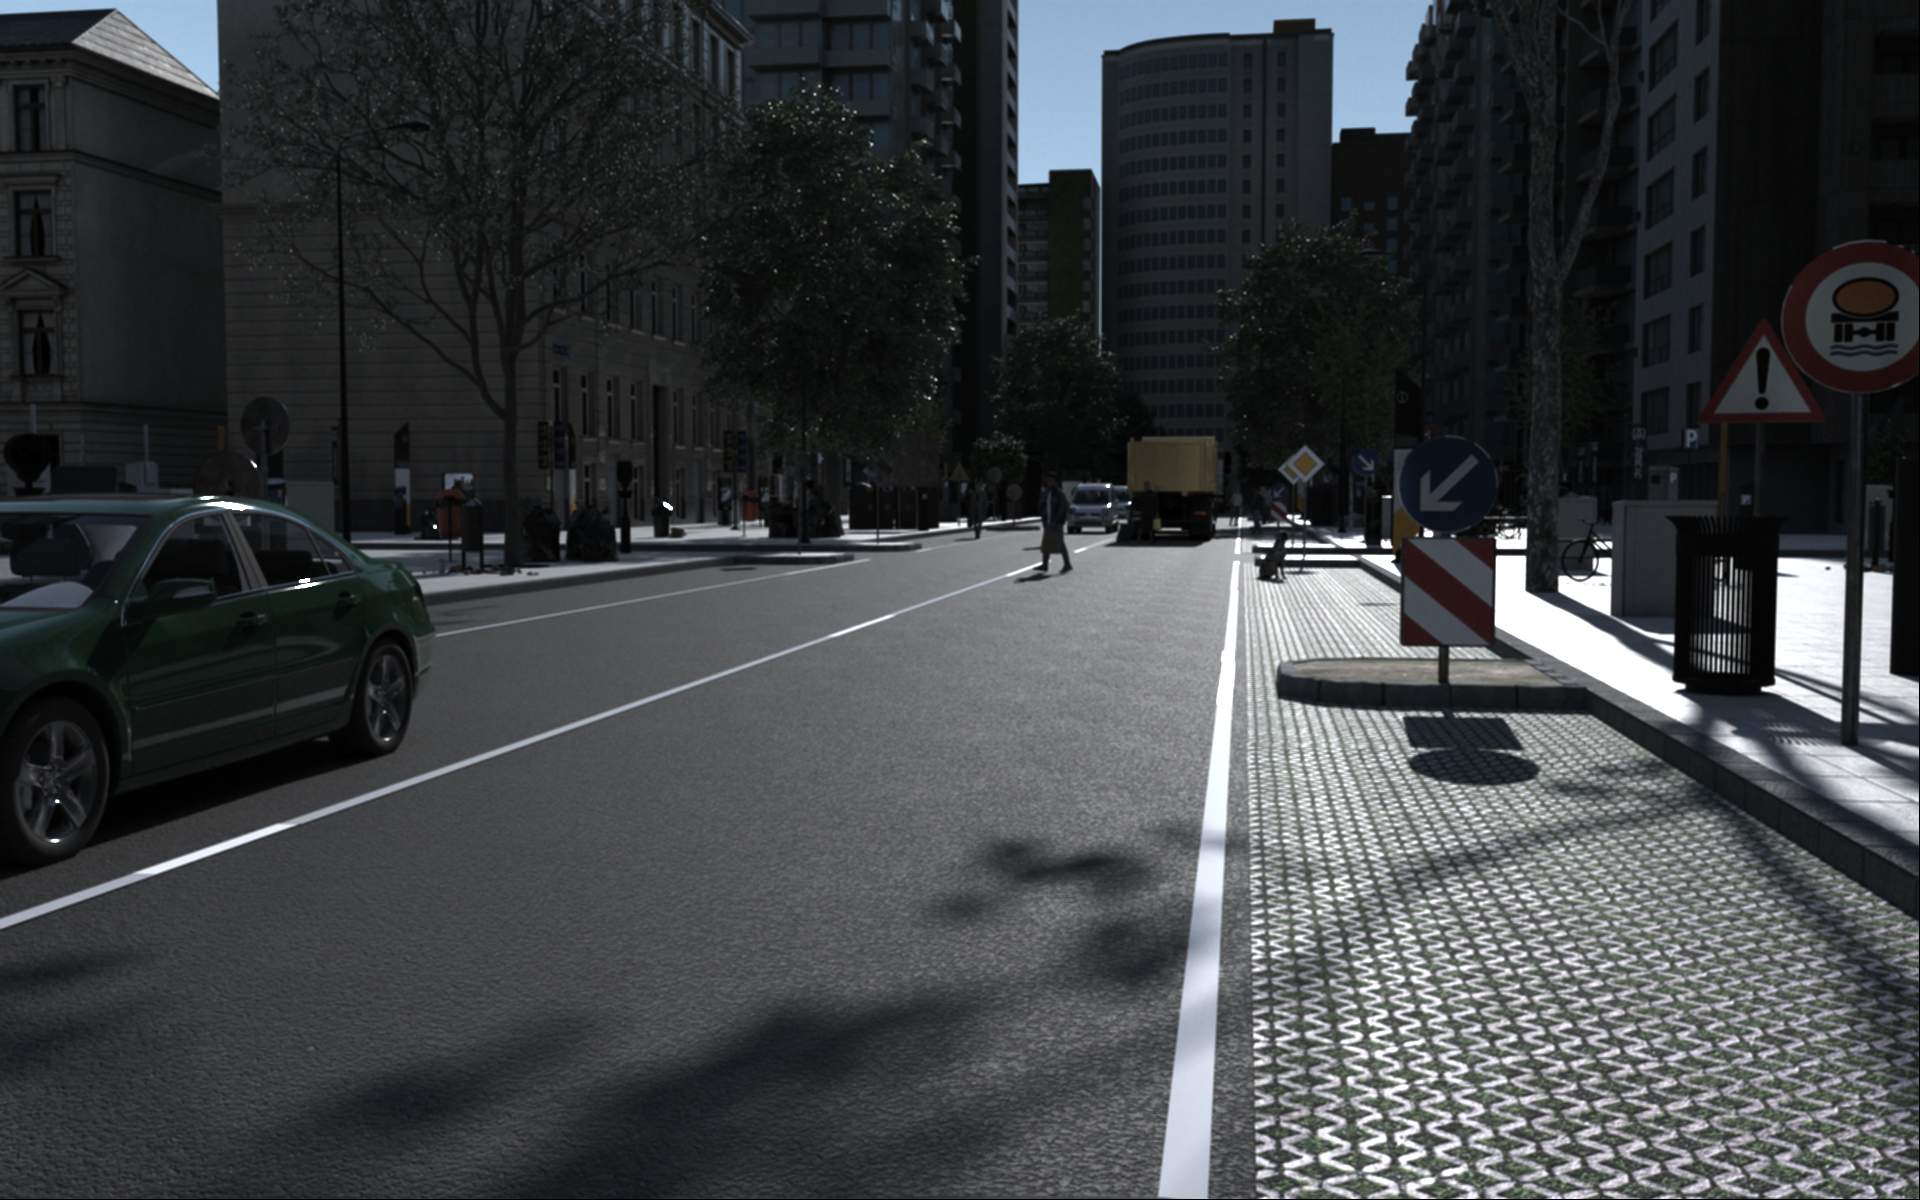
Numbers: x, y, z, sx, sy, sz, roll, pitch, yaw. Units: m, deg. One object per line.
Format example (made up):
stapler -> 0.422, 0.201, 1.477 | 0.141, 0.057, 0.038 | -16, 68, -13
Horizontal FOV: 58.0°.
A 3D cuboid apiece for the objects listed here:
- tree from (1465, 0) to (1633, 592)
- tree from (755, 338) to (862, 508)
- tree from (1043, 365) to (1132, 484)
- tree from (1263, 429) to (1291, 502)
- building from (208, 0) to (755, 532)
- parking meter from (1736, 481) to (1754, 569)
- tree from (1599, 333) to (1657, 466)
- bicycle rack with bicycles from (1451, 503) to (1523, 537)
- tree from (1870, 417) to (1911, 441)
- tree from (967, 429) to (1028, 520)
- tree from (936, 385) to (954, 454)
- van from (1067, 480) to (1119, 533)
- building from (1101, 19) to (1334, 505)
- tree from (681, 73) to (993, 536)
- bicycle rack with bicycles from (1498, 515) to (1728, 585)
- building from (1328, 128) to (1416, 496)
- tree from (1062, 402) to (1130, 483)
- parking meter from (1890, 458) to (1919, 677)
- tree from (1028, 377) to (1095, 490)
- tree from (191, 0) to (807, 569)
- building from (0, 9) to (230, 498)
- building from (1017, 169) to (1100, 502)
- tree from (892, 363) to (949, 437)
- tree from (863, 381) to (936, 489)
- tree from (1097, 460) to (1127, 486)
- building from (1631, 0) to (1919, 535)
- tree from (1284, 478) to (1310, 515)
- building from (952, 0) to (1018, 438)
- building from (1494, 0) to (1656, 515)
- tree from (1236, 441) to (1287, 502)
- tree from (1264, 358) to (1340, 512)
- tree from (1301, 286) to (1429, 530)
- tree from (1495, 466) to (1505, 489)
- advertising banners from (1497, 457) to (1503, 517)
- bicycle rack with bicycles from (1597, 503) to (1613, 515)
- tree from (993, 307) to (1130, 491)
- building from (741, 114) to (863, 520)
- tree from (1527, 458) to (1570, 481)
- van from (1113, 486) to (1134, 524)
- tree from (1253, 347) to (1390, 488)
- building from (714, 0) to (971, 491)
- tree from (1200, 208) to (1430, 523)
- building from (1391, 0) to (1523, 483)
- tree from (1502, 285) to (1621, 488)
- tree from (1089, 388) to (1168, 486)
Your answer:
tree -> 6.316, -10.135, 21.594 | 12.611, 20.169, 13.585 | 0, 3, 0
tree -> -7.253, -7.748, 77.045 | 4.360, 8.622, 3.978 | 0, 3, 0
tree -> 9.863, -12.829, 135.502 | 9.928, 11.665, 9.643 | 0, 3, 0
tree -> 30.338, -13.096, 164.480 | 4.360, 8.622, 3.978 | 0, 3, 0
building -> -17.633, -16.685, 70.058 | 12.463, 27.353, 25.104 | 1, 4, 9
parking meter -> 13.501, -1.303, 29.707 | 0.372, 1.533, 0.369 | 0, 3, 0
tree -> 30.822, -7.755, 77.163 | 4.360, 8.622, 3.978 | 0, 3, 0
bicycle rack with bicycles -> 15.243, -2.212, 49.543 | 2.925, 0.926, 2.852 | 2, 4, 34
tree -> 23.448, -2.997, 43.608 | 1.663, 3.219, 1.824 | 0, 3, 0
tree -> 1.972, -6.336, 87.304 | 4.285, 4.588, 4.351 | 0, 3, 0
tree -> -2.498, -9.697, 108.907 | 4.360, 8.622, 3.978 | 0, 3, 0
van -> 4.969, -3.519, 64.540 | 2.013, 2.044, 4.112 | 1, 4, 10
building -> 32.338, -41.502, 220.559 | 28.212, 58.520, 21.231 | 1, 4, 9
tree -> -3.932, -8.957, 53.107 | 9.857, 13.997, 8.962 | 0, 3, 0
bicycle rack with bicycles -> 9.890, -0.703, 24.871 | 2.925, 0.926, 2.852 | -1, 4, -21
building -> 52.769, -34.519, 214.496 | 14.200, 45.320, 14.600 | 1, 4, 9
tree -> 11.655, -13.256, 151.145 | 7.601, 10.594, 8.767 | 2, 4, 27
parking meter -> 6.827, -0.237, 12.279 | 0.372, 1.533, 0.369 | 0, 3, 0
tree -> 6.333, -9.761, 109.948 | 4.360, 8.622, 3.978 | 0, 3, 0
tree -> -7.930, -7.304, 29.792 | 12.009, 13.543, 11.850 | 0, 3, 0
building -> -38.474, -12.283, 65.458 | 19.286, 19.102, 10.561 | 1, 4, 9
building -> 10.455, -32.897, 221.459 | 14.086, 41.232, 14.154 | 1, 4, 9
tree -> -2.714, -8.725, 93.016 | 4.737, 8.622, 4.395 | 0, 3, 0
tree -> -4.263, -8.191, 84.278 | 4.360, 8.622, 3.978 | 0, 3, 0
tree -> 14.324, -10.927, 162.373 | 4.285, 4.588, 4.351 | 0, 3, 0
building -> 31.278, -17.473, 57.385 | 14.107, 30.474, 14.160 | 1, 4, 9
tree -> 20.661, -6.848, 106.568 | 1.663, 3.219, 1.824 | 0, 3, 0
building -> -8.576, -38.805, 176.454 | 28.212, 58.520, 21.231 | 1, 4, 9
building -> 42.819, -27.118, 98.010 | 22.147, 44.769, 28.867 | 1, 4, 9
tree -> 34.893, -16.744, 190.766 | 9.611, 12.733, 9.660 | 0, 3, 0
tree -> 24.831, -12.265, 126.293 | 9.928, 11.665, 9.643 | 0, 3, 0
tree -> 14.094, -6.789, 61.358 | 4.737, 8.622, 4.395 | 0, 3, 0
tree -> 30.067, -6.312, 97.805 | 1.663, 3.219, 1.824 | 0, 3, 0
advertising banners -> 25.516, -5.254, 82.091 | 0.090, 3.025, 2.074 | 0, 4, 8
bicycle rack with bicycles -> 26.881, -3.523, 70.988 | 2.852, 0.926, 2.925 | 1, 4, 18
tree -> 6.603, -12.891, 117.416 | 9.857, 13.997, 8.962 | 0, 3, 0
building -> -14.315, -15.458, 94.541 | 13.314, 21.916, 24.055 | 1, 4, 9
tree -> 25.431, -4.924, 75.110 | 1.663, 3.219, 1.824 | 0, 3, 0
van -> 7.573, -4.677, 83.484 | 2.013, 2.044, 4.112 | 1, 4, 8
tree -> 20.854, -10.212, 101.374 | 8.767, 10.594, 7.601 | 1, 4, 13
building -> -12.166, -31.663, 137.297 | 23.786, 49.044, 30.456 | 1, 4, 9
tree -> 15.910, -10.432, 77.226 | 9.857, 13.997, 8.962 | 0, 3, 0
building -> 53.478, -33.147, 161.567 | 23.786, 49.044, 30.456 | 1, 4, 9
tree -> 21.496, -6.807, 61.650 | 4.737, 8.622, 4.395 | 0, 3, 0
tree -> 18.324, -16.555, 187.678 | 9.611, 12.733, 9.660 | 0, 3, 0
